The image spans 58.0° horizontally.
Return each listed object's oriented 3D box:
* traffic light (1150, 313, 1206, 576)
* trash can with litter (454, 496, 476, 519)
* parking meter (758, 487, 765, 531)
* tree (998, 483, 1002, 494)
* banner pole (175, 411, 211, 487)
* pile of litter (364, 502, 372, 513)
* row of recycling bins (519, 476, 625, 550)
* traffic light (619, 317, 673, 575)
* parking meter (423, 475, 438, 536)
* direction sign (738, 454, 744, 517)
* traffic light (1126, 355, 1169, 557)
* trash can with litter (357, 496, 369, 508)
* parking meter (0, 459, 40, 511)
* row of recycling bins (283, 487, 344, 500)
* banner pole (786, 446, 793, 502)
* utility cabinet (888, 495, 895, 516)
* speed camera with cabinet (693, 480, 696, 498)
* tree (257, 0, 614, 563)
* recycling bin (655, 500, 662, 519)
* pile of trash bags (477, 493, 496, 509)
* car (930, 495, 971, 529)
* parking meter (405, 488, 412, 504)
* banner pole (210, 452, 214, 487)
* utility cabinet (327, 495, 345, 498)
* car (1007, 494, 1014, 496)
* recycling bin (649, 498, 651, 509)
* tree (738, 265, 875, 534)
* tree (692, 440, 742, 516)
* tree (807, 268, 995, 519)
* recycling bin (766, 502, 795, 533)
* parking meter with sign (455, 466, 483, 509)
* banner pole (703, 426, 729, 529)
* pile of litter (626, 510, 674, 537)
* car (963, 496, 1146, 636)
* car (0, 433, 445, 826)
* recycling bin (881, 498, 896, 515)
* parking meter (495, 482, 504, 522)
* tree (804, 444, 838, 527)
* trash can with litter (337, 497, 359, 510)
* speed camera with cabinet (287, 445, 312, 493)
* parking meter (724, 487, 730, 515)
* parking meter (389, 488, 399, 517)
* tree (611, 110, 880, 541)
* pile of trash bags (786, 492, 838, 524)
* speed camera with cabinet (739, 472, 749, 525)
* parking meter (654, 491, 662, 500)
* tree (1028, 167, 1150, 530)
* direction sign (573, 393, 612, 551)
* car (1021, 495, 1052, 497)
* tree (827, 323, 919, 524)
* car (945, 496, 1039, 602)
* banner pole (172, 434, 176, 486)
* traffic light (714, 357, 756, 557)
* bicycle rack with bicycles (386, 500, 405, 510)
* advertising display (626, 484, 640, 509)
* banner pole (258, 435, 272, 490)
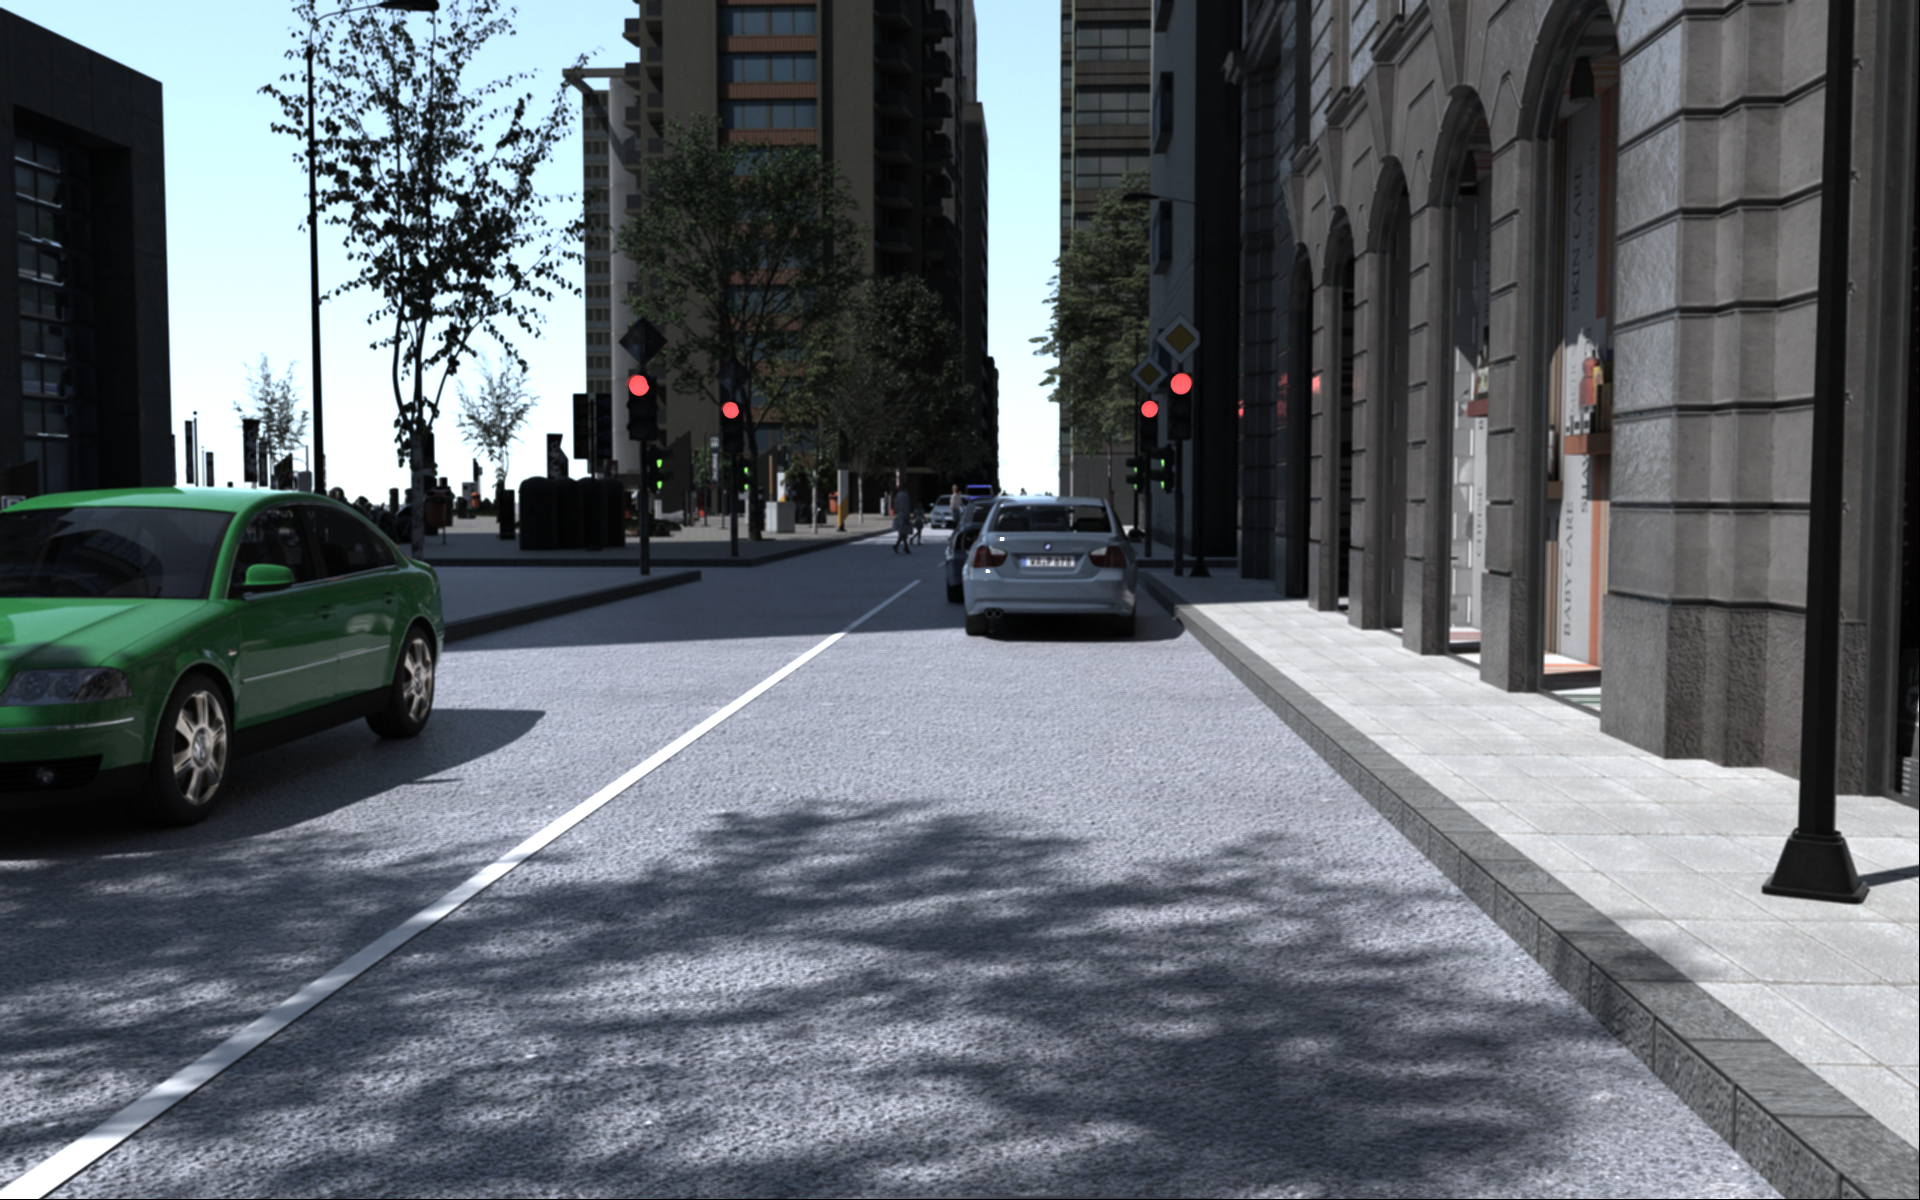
[{"bbox_3d":[3.406,-2.332,27.055,0.839,4.253,0.868,0,4,3],"label":"traffic light"},{"bbox_3d":[-25.644,-4.795,89.786,0.624,1.170,1.055,3,5,40],"label":"trash can with litter"},{"bbox_3d":[-7.010,-3.181,60.414,0.372,1.533,0.369,0,3,0],"label":"parking meter"},{"bbox_3d":[5.731,-16.797,269.232,1.663,3.219,1.824,0,3,0],"label":"tree"},{"bbox_3d":[-23.019,-3.789,51.967,0.401,3.779,0.863,0,4,4],"label":"banner pole"},{"bbox_3d":[-32.994,-5.009,95.855,1.176,0.858,1.719,-2,4,-25],"label":"pile of litter"},{"bbox_3d":[-9.130,-2.082,41.161,1.069,1.692,3.534,2,4,24],"label":"row of recycling bins"},{"bbox_3d":[-4.996,-2.356,27.445,0.839,4.253,0.868,0,4,3],"label":"traffic light"},{"bbox_3d":[-16.374,-2.929,53.608,0.255,1.863,0.399,2,4,25],"label":"parking meter"},{"bbox_3d":[-12.286,-6.426,97.070,0.379,3.537,0.876,-2,4,-23],"label":"direction sign"},{"bbox_3d":[3.792,-2.820,35.031,0.839,4.253,0.868,0,4,3],"label":"traffic light"},{"bbox_3d":[-35.329,-5.598,102.912,0.624,1.170,1.055,1,4,23],"label":"trash can with litter"},{"bbox_3d":[-6.902,-0.258,12.622,0.372,1.533,0.369,0,3,0],"label":"parking meter"},{"bbox_3d":[-37.021,-5.629,99.150,3.534,1.692,1.069,0,4,-1],"label":"row of recycling bins"},{"bbox_3d":[-8.858,-6.044,88.830,0.863,3.779,0.401,1,4,14],"label":"banner pole"},{"bbox_3d":[-4.070,-5.561,102.076,0.306,1.237,1.020,1,4,10],"label":"utility cabinet"},{"bbox_3d":[-17.612,-7.135,110.991,2.038,3.252,0.660,0,4,-8],"label":"speed camera with cabinet"},{"bbox_3d":[-6.727,-4.381,21.997,4.360,8.622,3.978,0,3,0],"label":"tree"},{"bbox_3d":[-12.950,-3.873,75.870,0.722,1.027,0.722,0,4,-1],"label":"recycling bin"},{"bbox_3d":[-28.514,-5.786,104.351,1.912,1.369,3.447,1,4,10],"label":"pile of trash bags"},{"bbox_3d":[-0.242,-3.704,72.558,2.014,1.417,4.499,0,4,3],"label":"car"},{"bbox_3d":[-23.619,-4.031,74.316,0.372,1.533,0.369,0,3,0],"label":"parking meter"},{"bbox_3d":[-39.141,-6.121,90.089,0.401,3.779,0.863,2,4,31],"label":"banner pole"},{"bbox_3d":[-36.311,-5.476,100.695,1.020,1.237,0.306,-1,4,-21],"label":"utility cabinet"},{"bbox_3d":[5.003,-10.394,180.167,2.015,1.641,3.980,0,4,3],"label":"car"},{"bbox_3d":[-18.891,-5.559,103.451,0.722,1.027,0.722,0,4,-1],"label":"recycling bin"},{"bbox_3d":[-4.872,-6.409,55.143,4.737,8.622,4.395,0,3,0],"label":"tree"},{"bbox_3d":[-14.163,-7.153,100.668,4.285,4.588,4.351,0,3,0],"label":"tree"},{"bbox_3d":[-2.995,-10.462,88.067,9.611,12.733,9.660,0,3,0],"label":"tree"},{"bbox_3d":[-5.882,-2.707,56.807,0.722,1.027,0.722,-2,4,-35],"label":"recycling bin"},{"bbox_3d":[-31.147,-6.938,109.698,1.738,3.016,0.543,1,4,12],"label":"parking meter with sign"},{"bbox_3d":[-8.900,-4.510,63.754,0.863,3.779,0.401,2,4,35],"label":"banner pole"},{"bbox_3d":[-9.491,-2.334,52.123,1.719,0.858,1.176,0,4,-3],"label":"pile of litter"},{"bbox_3d":[1.019,-0.415,18.794,2.014,1.417,4.499,0,4,5],"label":"car"},{"bbox_3d":[-4.122,-0.006,8.895,1.959,1.807,4.718,0,4,2],"label":"car"},{"bbox_3d":[-4.506,-5.885,108.779,0.722,1.027,0.722,2,4,26],"label":"recycling bin"},{"bbox_3d":[-21.340,-4.564,80.335,0.399,1.863,0.255,-1,4,-15],"label":"parking meter"},{"bbox_3d":[-5.227,-4.429,67.021,1.663,3.219,1.824,0,3,0],"label":"tree"},{"bbox_3d":[-17.787,-2.410,50.458,1.678,1.210,2.233,0,4,-4],"label":"trash can with litter"},{"bbox_3d":[-26.743,-4.631,70.055,0.660,3.252,2.038,-2,4,-33],"label":"speed camera with cabinet"},{"bbox_3d":[-14.104,-6.041,104.479,0.399,1.863,0.255,2,4,29],"label":"parking meter"},{"bbox_3d":[-23.447,-3.876,71.775,0.372,1.533,0.369,0,3,0],"label":"parking meter"},{"bbox_3d":[-5.834,-7.462,47.766,9.928,11.665,9.643,0,3,0],"label":"tree"},{"bbox_3d":[-6.269,-3.930,74.009,3.447,1.369,1.912,3,5,42],"label":"pile of trash bags"},{"bbox_3d":[-8.726,-4.771,72.344,0.660,3.252,2.038,0,4,8],"label":"speed camera with cabinet"},{"bbox_3d":[-15.352,-5.051,88.290,0.399,1.863,0.255,1,4,11],"label":"parking meter"},{"bbox_3d":[6.124,-8.739,61.005,7.486,12.596,7.792,0,3,0],"label":"tree"},{"bbox_3d":[-8.261,-2.873,38.976,0.876,3.537,0.379,0,4,5],"label":"direction sign"},{"bbox_3d":[2.020,-2.059,45.666,2.014,1.417,4.499,0,4,3],"label":"car"},{"bbox_3d":[-4.140,-7.595,74.545,4.360,8.622,3.978,0,3,0],"label":"tree"},{"bbox_3d":[0.765,-0.748,24.236,2.014,1.417,4.499,0,4,3],"label":"car"},{"bbox_3d":[-28.925,-4.494,63.488,0.401,3.779,0.863,0,4,3],"label":"banner pole"},{"bbox_3d":[-4.610,-2.844,35.420,0.839,4.253,0.868,0,4,3],"label":"traffic light"},{"bbox_3d":[-32.052,-5.449,102.473,2.925,0.926,2.852,1,4,16],"label":"bicycle rack with bicycles"},{"bbox_3d":[-20.769,-6.419,110.158,0.974,1.923,0.123,2,4,24],"label":"advertising display"},{"bbox_3d":[-29.361,-5.096,73.333,0.401,3.779,0.863,2,4,30],"label":"banner pole"}]
